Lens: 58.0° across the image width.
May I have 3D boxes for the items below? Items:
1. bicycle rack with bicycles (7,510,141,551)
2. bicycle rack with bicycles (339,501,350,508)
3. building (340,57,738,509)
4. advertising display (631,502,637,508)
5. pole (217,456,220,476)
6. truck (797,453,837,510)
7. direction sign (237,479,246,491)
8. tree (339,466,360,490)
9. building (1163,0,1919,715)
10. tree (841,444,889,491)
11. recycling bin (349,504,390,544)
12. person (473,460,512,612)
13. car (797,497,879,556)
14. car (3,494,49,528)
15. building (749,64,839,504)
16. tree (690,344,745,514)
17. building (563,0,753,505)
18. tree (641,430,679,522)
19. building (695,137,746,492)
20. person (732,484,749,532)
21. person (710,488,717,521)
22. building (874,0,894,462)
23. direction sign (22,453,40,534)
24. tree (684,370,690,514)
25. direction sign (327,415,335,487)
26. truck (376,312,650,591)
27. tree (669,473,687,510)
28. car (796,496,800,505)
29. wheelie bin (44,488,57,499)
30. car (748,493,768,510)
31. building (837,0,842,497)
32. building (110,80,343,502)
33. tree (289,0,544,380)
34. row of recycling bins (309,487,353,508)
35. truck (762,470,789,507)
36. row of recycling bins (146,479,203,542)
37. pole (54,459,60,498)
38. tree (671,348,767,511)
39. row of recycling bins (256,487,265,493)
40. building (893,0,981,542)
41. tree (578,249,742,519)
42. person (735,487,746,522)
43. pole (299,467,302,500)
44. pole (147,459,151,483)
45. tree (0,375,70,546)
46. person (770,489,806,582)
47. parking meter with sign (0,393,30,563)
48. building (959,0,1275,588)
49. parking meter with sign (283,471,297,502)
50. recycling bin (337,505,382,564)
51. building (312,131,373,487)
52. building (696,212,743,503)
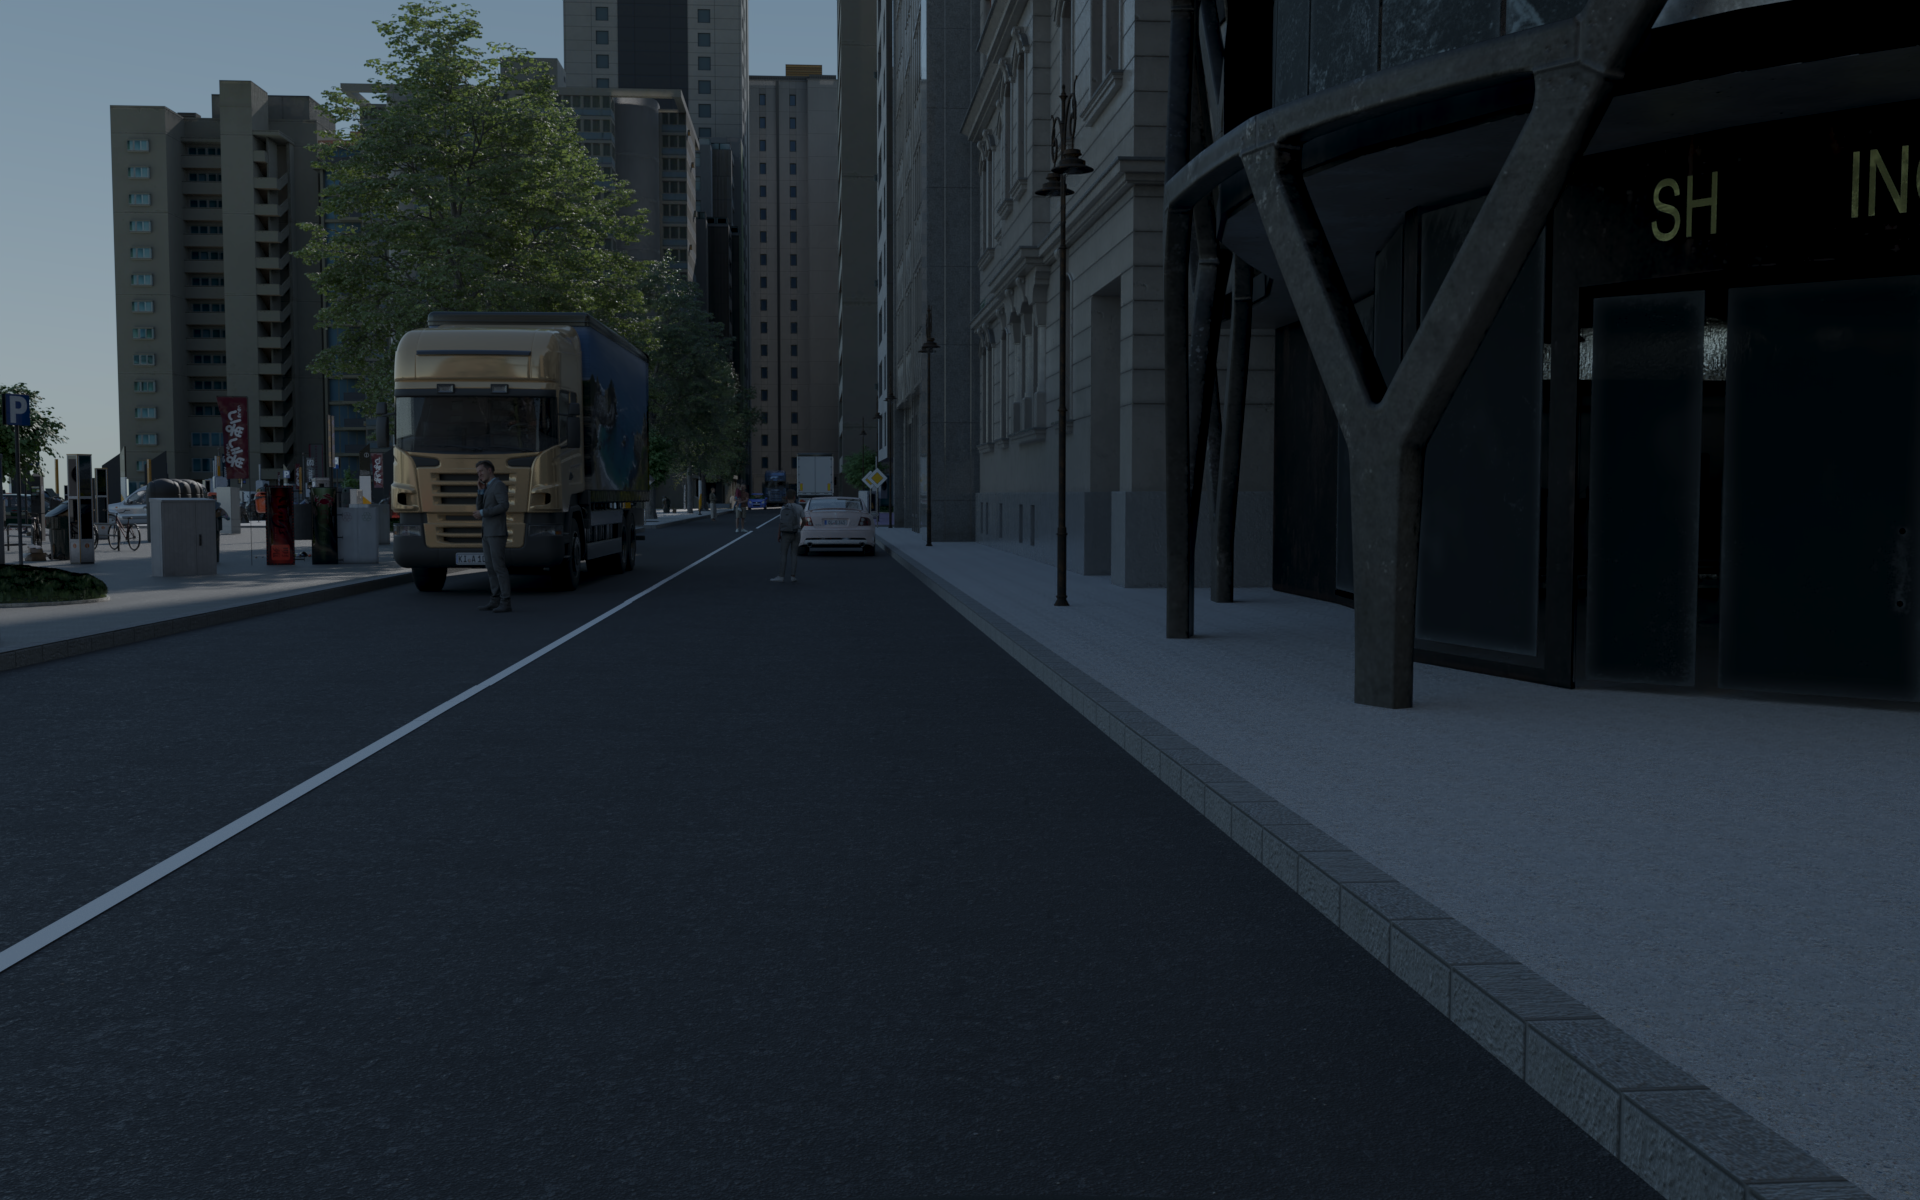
[{"bbox_3d":[-20.228,-1.581,39.228,2.852,0.926,2.925,-3,5,-44],"label":"bicycle rack with bicycles"},{"bbox_3d":[-31.067,-4.372,84.857,2.852,0.926,2.925,-1,4,-16],"label":"bicycle rack with bicycles"},{"bbox_3d":[-36.967,-28.550,158.667,32.217,40.220,23.993,0,4,-5],"label":"building"},{"bbox_3d":[-18.987,-5.773,99.607,0.123,1.923,0.974,2,4,34],"label":"advertising display"},{"bbox_3d":[-40.052,-6.099,93.567,0.158,3.312,0.155,0,3,0],"label":"pole"},{"bbox_3d":[-10.302,-8.282,124.331,2.839,4.237,11.283,0,4,-4],"label":"truck"},{"bbox_3d":[-55.820,-8.723,134.624,0.876,3.537,0.379,2,4,26],"label":"direction sign"},{"bbox_3d":[-40.986,-7.430,116.085,1.663,3.219,1.824,0,3,0],"label":"tree"},{"bbox_3d":[9.991,-9.000,14.595,16.820,18.784,16.811,0,4,-5],"label":"building"},{"bbox_3d":[-6.176,-7.960,113.859,4.285,4.588,4.351,0,3,0],"label":"tree"},{"bbox_3d":[-15.065,-1.936,44.206,0.722,1.027,0.722,2,4,29],"label":"recycling bin"},{"bbox_3d":[-5.739,-0.786,21.157,0.447,1.846,0.655,-2,4,-35],"label":"person"},{"bbox_3d":[-2.986,-1.791,41.647,2.083,1.381,4.827,0,4,-4],"label":"car"},{"bbox_3d":[-36.354,-3.527,67.461,4.222,1.686,2.009,0,4,-6],"label":"car"},{"bbox_3d":[-30.988,-42.708,240.273,28.212,58.520,21.231,0,4,-5],"label":"building"},{"bbox_3d":[-18.165,-11.959,113.650,7.486,12.596,7.792,0,3,0],"label":"tree"},{"bbox_3d":[-36.356,-47.308,211.736,20.611,71.187,20.563,0,4,-5],"label":"building"},{"bbox_3d":[-14.585,-5.885,79.941,4.285,4.588,4.351,0,3,0],"label":"tree"},{"bbox_3d":[-31.341,-31.132,192.599,14.154,41.232,14.086,0,4,-5],"label":"building"},{"bbox_3d":[-8.306,-3.483,65.414,0.573,1.828,0.580,2,4,25],"label":"person"},{"bbox_3d":[-12.995,-5.037,91.405,0.362,1.759,0.519,1,4,13],"label":"person"},{"bbox_3d":[3.308,-18.843,79.790,14.107,30.474,14.160,0,4,-5],"label":"building"},{"bbox_3d":[-30.146,-3.905,55.845,0.876,3.537,0.379,-1,4,-18],"label":"direction sign"},{"bbox_3d":[-12.467,-8.069,50.050,7.486,12.596,7.792,0,3,0],"label":"tree"},{"bbox_3d":[-18.156,-3.551,50.052,0.379,3.537,0.876,-1,4,-9],"label":"direction sign"},{"bbox_3d":[-7.073,-2.451,28.992,2.839,4.237,11.283,0,4,-4],"label":"truck"},{"bbox_3d":[-22.464,-11.703,141.711,4.360,8.622,3.978,0,3,0],"label":"tree"},{"bbox_3d":[-14.246,-9.072,160.332,2.014,1.417,4.499,0,4,-5],"label":"car"},{"bbox_3d":[-48.827,-5.194,92.828,0.693,1.594,0.980,0,4,4],"label":"wheelie bin"},{"bbox_3d":[-18.824,-9.253,160.874,1.945,1.707,3.694,0,4,-5],"label":"car"},{"bbox_3d":[1.311,-31.250,134.643,21.300,48.544,21.600,0,4,-5],"label":"building"},{"bbox_3d":[-86.084,-35.697,207.340,21.600,48.544,21.300,0,4,-5],"label":"building"},{"bbox_3d":[-11.805,-7.495,40.666,7.486,12.596,7.792,0,3,0],"label":"tree"},{"bbox_3d":[-36.853,-5.792,101.814,3.534,1.692,1.069,2,4,29],"label":"row of recycling bins"},{"bbox_3d":[-21.559,-13.055,203.199,2.967,4.110,18.799,0,4,-5],"label":"truck"},{"bbox_3d":[-21.697,-2.502,48.020,1.069,1.692,3.534,-1,4,-12],"label":"row of recycling bins"},{"bbox_3d":[-52.378,-6.522,100.479,0.158,3.312,0.155,0,3,0],"label":"pole"},{"bbox_3d":[-19.448,-13.092,131.059,9.611,12.733,9.660,0,3,0],"label":"tree"},{"bbox_3d":[-38.225,-5.410,95.561,1.069,1.692,3.534,-2,4,-26],"label":"row of recycling bins"},{"bbox_3d":[4.277,-14.556,56.005,12.078,24.808,19.932,0,4,-5],"label":"building"},{"bbox_3d":[-16.043,-11.147,88.911,9.857,13.997,8.962,0,3,0],"label":"tree"},{"bbox_3d":[-11.182,-4.844,87.877,0.709,1.800,0.728,2,4,26],"label":"person"},{"bbox_3d":[-50.027,-8.416,131.438,0.158,3.312,0.155,0,3,0],"label":"pole"},{"bbox_3d":[-47.360,-6.568,101.224,0.158,3.312,0.155,0,3,0],"label":"pole"},{"bbox_3d":[-23.977,-3.622,42.929,4.285,4.588,4.351,0,3,0],"label":"tree"},{"bbox_3d":[-2.810,-1.057,28.373,0.523,1.515,0.503,3,4,37],"label":"person"},{"bbox_3d":[-17.234,-2.089,30.420,1.738,3.016,0.543,1,4,14],"label":"parking meter with sign"},{"bbox_3d":[7.521,-15.102,34.306,14.401,28.519,23.554,0,4,-5],"label":"building"},{"bbox_3d":[-49.794,-8.147,129.466,0.543,3.016,1.738,1,4,13],"label":"parking meter with sign"},{"bbox_3d":[-11.199,-1.198,32.144,0.722,1.027,0.722,-1,4,-23],"label":"recycling bin"},{"bbox_3d":[-60.881,-33.899,208.868,28.867,44.769,22.147,0,4,-5],"label":"building"},{"bbox_3d":[-29.862,-24.897,178.769,14.160,30.474,14.107,0,4,-5],"label":"building"}]
